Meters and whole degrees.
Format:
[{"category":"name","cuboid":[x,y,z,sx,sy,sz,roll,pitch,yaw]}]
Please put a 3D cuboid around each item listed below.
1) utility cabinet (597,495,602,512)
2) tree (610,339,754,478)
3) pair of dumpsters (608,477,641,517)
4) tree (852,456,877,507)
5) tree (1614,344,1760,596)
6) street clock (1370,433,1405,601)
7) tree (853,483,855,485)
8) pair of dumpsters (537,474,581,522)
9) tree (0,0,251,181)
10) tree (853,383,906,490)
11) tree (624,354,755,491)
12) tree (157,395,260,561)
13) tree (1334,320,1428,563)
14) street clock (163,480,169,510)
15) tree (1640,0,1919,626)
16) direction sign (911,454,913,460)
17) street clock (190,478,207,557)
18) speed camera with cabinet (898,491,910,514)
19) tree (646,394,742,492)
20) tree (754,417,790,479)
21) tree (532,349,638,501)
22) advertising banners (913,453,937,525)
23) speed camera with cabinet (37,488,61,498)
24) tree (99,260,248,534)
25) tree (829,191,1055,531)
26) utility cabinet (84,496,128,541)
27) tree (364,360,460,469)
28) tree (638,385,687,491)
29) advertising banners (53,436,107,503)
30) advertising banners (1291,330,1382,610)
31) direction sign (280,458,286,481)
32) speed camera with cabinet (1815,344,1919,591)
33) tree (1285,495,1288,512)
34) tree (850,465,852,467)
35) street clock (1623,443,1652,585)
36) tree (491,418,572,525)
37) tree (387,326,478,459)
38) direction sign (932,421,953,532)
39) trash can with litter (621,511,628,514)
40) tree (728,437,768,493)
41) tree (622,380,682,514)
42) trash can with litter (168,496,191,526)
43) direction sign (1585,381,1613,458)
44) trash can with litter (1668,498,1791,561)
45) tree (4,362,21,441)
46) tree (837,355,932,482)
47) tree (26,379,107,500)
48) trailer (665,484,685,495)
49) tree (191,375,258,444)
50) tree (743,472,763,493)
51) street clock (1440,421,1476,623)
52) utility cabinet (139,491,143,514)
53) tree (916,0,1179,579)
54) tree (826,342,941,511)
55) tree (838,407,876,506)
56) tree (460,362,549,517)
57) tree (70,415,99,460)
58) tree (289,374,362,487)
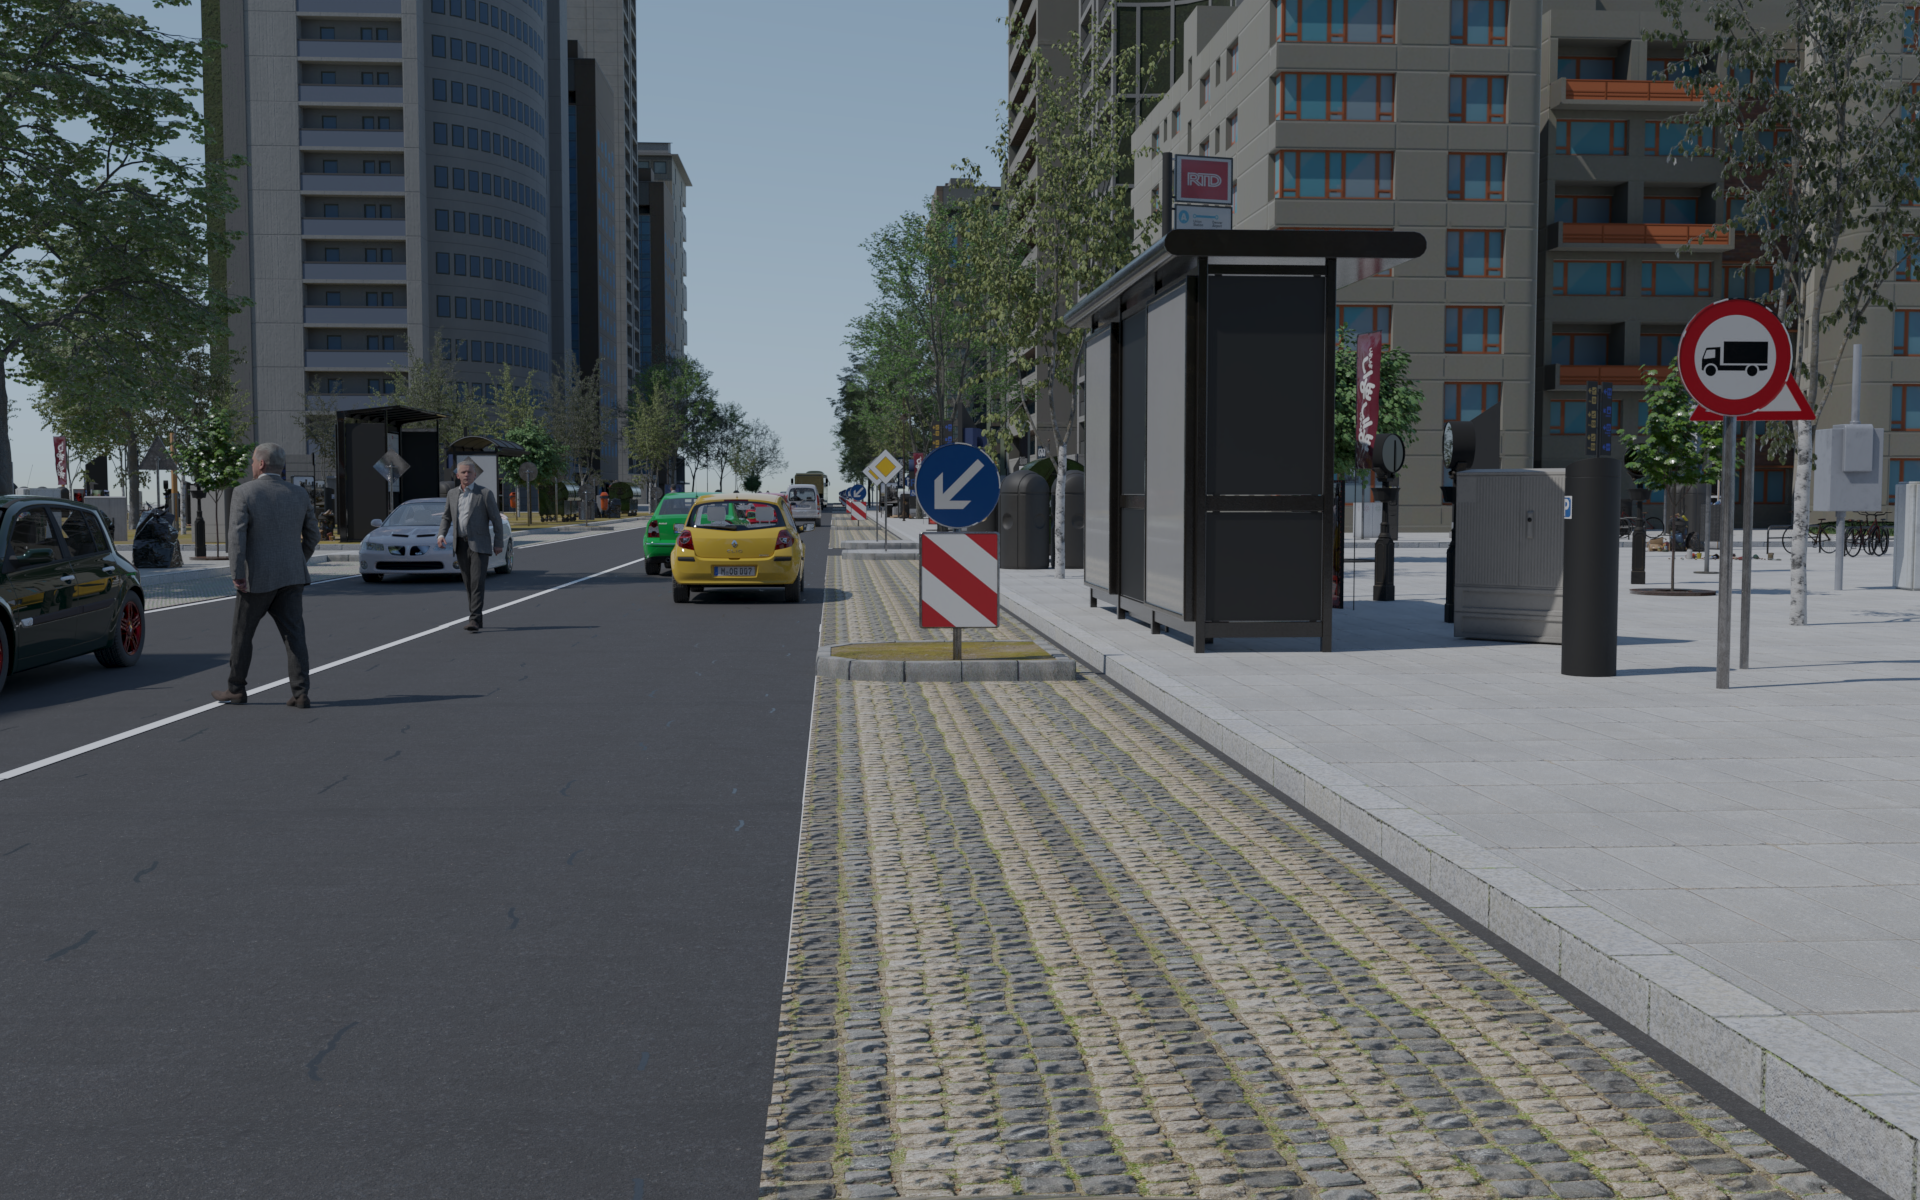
[{"category":"utility cabinet","cuboid":[-19.723,-5.110,94.708,0.306,1.237,1.020,-1,4,-12]},{"category":"tree","cuboid":[-23.097,-13.940,138.282,12.009,13.543,11.850,0,3,0]},{"category":"pair of dumpsters","cuboid":[-19.403,-5.963,99.994,1.574,2.255,4.437,0,4,-4]},{"category":"tree","cuboid":[-9.149,-13.987,179.050,4.360,8.622,3.978,0,3,0]},{"category":"tree","cuboid":[9.010,-1.679,22.049,1.663,3.219,1.824,0,3,0]},{"category":"street clock","cuboid":[5.096,-0.990,20.763,0.471,2.002,0.358,-3,5,-41]},{"category":"tree","cuboid":[-15.118,-15.808,253.061,1.663,3.219,1.824,0,3,0]},{"category":"pair of dumpsters","cuboid":[-18.653,-4.769,80.471,1.574,2.255,4.437,0,4,-4]},{"category":"tree","cuboid":[-14.702,-6.559,25.368,7.486,12.596,7.792,0,3,0]},{"category":"tree","cuboid":[-3.923,-9.591,107.168,4.737,8.622,4.395,0,3,0]},{"category":"tree","cuboid":[-21.159,-12.367,127.952,9.928,11.665,9.643,0,3,0]},{"category":"tree","cuboid":[-14.395,-2.394,33.742,1.663,3.219,1.824,0,3,0]},{"category":"tree","cuboid":[7.212,-3.003,32.818,4.285,4.588,4.351,0,3,0]},{"category":"street clock","cuboid":[-41.378,-5.242,90.277,0.358,2.002,0.471,-2,4,-29]},{"category":"tree","cuboid":[8.436,-4.057,16.699,4.360,8.622,3.978,0,3,0]},{"category":"direction sign","cuboid":[-2.521,-6.512,98.469,0.379,3.537,0.876,-3,4,-36]},{"category":"street clock","cuboid":[-15.578,-1.890,35.467,0.358,2.002,0.471,-3,4,-36]},{"category":"speed camera with cabinet","cuboid":[-2.580,-6.550,101.422,2.038,3.252,0.660,1,4,18]},{"category":"tree","cuboid":[-23.508,-13.299,151.845,8.767,10.594,7.601,-1,4,-15]},{"category":"tree","cuboid":[-32.476,-22.273,274.539,12.009,13.543,11.850,0,3,0]},{"category":"tree","cuboid":[-19.058,-8.366,87.151,4.360,8.622,3.978,0,3,0]},{"category":"advertising banners","cuboid":[-1.096,-4.680,72.712,2.074,3.025,0.090,2,4,31]},{"category":"speed camera with cabinet","cuboid":[-25.442,-3.212,46.854,0.660,3.252,2.038,2,4,27]},{"category":"tree","cuboid":[-24.758,-6.399,54.982,4.360,8.622,3.978,0,3,0]},{"category":"tree","cuboid":[-0.519,-8.201,59.848,9.928,11.665,9.643,0,3,0]},{"category":"utility cabinet","cuboid":[-23.214,-2.196,47.073,1.020,1.237,0.306,-1,4,-20]},{"category":"tree","cuboid":[-30.459,-9.058,98.464,4.737,8.622,4.395,0,3,0]},{"category":"tree","cuboid":[-20.708,-10.248,117.920,4.360,8.622,3.978,0,3,0]},{"category":"advertising banners","cuboid":[-26.382,-3.408,51.914,2.074,3.025,0.090,1,4,22]},{"category":"advertising banners","cuboid":[4.193,-1.426,19.508,0.090,3.025,2.074,-1,4,-16]},{"category":"direction sign","cuboid":[-39.805,-6.691,101.397,0.379,3.537,0.876,2,4,26]},{"category":"speed camera with cabinet","cuboid":[12.554,-1.759,23.095,2.038,3.252,0.660,0,4,5]},{"category":"tree","cuboid":[16.813,-5.764,88.846,1.663,3.219,1.824,0,3,0]},{"category":"tree","cuboid":[-13.861,-17.593,238.005,4.737,8.622,4.395,0,3,0]},{"category":"street clock","cuboid":[9.656,-1.225,24.606,0.471,2.002,0.358,1,4,18]},{"category":"tree","cuboid":[-18.234,-5.470,73.151,4.285,4.588,4.351,0,3,0]},{"category":"tree","cuboid":[-23.374,-7.697,76.207,4.360,8.622,3.978,0,3,0]},{"category":"direction sign","cuboid":[-0.543,-3.772,53.667,0.876,3.537,0.379,3,5,43]},{"category":"trash can with litter","cuboid":[-21.707,-6.080,110.794,1.055,1.170,0.624,0,4,-8]},{"category":"tree","cuboid":[-26.708,-15.857,209.627,4.737,8.622,4.395,0,3,0]},{"category":"tree","cuboid":[-20.142,-9.912,112.420,4.737,8.622,4.395,0,3,0]},{"category":"trash can with litter","cuboid":[-31.004,-3.567,69.372,2.233,1.210,1.678,-1,4,-18]},{"category":"direction sign","cuboid":[12.881,-2.629,34.980,0.876,3.537,0.379,-3,4,-37]},{"category":"trash can with litter","cuboid":[15.154,-1.397,33.891,2.233,1.210,1.678,2,4,31]},{"category":"tree","cuboid":[-44.801,-7.858,78.835,4.360,8.622,3.978,0,3,0]},{"category":"tree","cuboid":[-4.637,-11.031,114.768,7.601,10.594,8.767,0,4,5]},{"category":"tree","cuboid":[-44.548,-8.361,87.067,4.737,8.622,4.395,0,3,0]},{"category":"trailer","cuboid":[-16.824,-5.811,102.057,1.471,1.999,3.904,0,4,-5]},{"category":"tree","cuboid":[-44.905,-9.495,105.607,4.737,8.622,4.395,0,3,0]},{"category":"tree","cuboid":[-31.146,-16.881,259.719,4.285,4.588,4.351,0,3,0]},{"category":"street clock","cuboid":[4.950,-0.775,17.240,0.358,2.002,0.471,0,4,3]},{"category":"utility cabinet","cuboid":[-51.966,-6.180,109.722,0.318,1.500,1.173,-1,4,-23]},{"category":"tree","cuboid":[1.464,-4.642,26.252,4.737,8.622,4.395,0,3,0]},{"category":"tree","cuboid":[-5.545,-13.950,134.734,9.857,13.997,8.962,0,3,0]},{"category":"tree","cuboid":[-9.586,-16.629,190.014,7.486,12.596,7.792,0,3,0]},{"category":"tree","cuboid":[-24.565,-8.909,96.025,4.737,8.622,4.395,0,3,0]},{"category":"tree","cuboid":[-39.123,-7.946,80.286,4.360,8.622,3.978,0,3,0]},{"category":"tree","cuboid":[-39.210,-9.609,107.472,4.360,8.622,3.978,0,3,0]}]
